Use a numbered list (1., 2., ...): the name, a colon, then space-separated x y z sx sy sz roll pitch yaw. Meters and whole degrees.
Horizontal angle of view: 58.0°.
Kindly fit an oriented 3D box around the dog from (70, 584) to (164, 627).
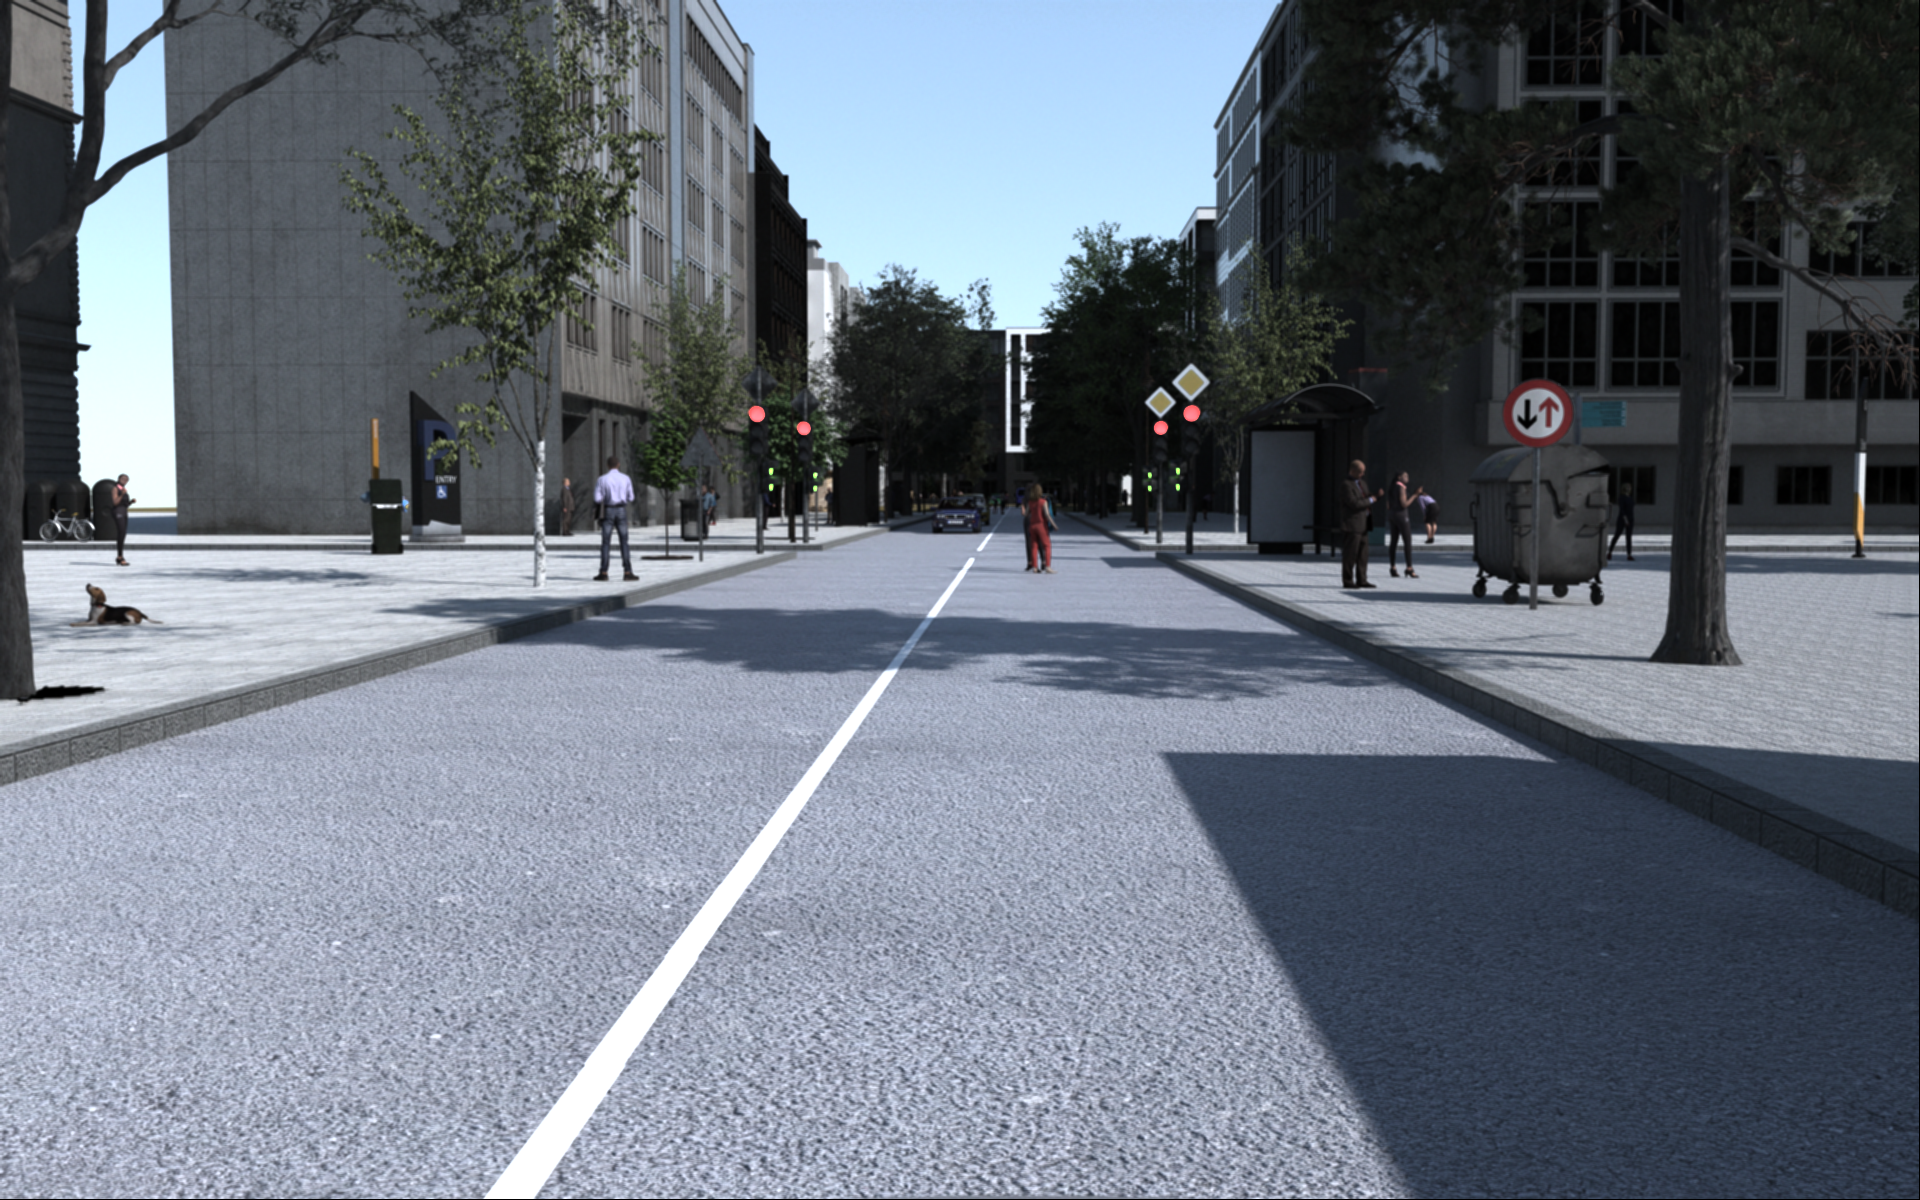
1. dog: -8.265 0.047 16.964 0.748 0.427 0.550 0 4 4

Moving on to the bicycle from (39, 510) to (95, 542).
1. bicycle: -23.812 -2.017 46.203 1.543 0.972 0.635 0 4 1

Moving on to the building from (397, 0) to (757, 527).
1. building: -17.385 -16.254 83.774 12.078 24.808 19.932 0 4 2

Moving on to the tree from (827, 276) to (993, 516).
1. tree: -3.018 -11.934 101.769 9.857 13.997 8.962 0 3 0

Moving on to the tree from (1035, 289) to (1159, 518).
1. tree: 7.898 -10.821 95.048 7.486 12.596 7.792 0 3 0

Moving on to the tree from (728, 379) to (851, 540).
1. tree: -4.915 -4.005 49.199 4.285 4.588 4.351 0 3 0

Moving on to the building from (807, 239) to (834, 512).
1. building: -17.230 -16.537 126.802 16.016 20.091 11.380 0 4 2

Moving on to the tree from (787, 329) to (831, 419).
1. tree: -7.942 -7.817 78.178 4.737 8.622 4.395 0 3 0

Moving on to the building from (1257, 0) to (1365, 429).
1. building: 21.923 -17.378 77.644 14.314 27.812 24.014 0 4 2

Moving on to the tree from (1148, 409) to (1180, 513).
1. tree: 13.605 -10.096 115.433 4.737 8.622 4.395 0 3 0

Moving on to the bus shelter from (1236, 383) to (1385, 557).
1. bus shelter: 6.825 -2.473 34.362 2.014 3.302 5.546 0 4 2

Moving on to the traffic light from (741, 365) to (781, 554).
1. traffic light: -4.284 -2.929 37.134 0.839 4.213 0.868 0 4 2

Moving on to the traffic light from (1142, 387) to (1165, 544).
1. traffic light: 5.149 -3.399 44.815 0.839 4.213 0.868 0 4 2

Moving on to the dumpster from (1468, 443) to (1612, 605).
1. dumpster: 6.922 -0.914 20.699 1.264 1.857 1.865 0 4 2

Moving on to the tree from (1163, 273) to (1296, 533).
1. tree: 8.897 -6.530 57.127 4.360 8.622 3.978 0 3 0

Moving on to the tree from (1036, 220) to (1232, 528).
1. tree: 6.833 -8.574 65.934 9.928 11.665 9.643 0 3 0

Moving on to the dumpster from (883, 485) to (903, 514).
1. dumpster: -4.273 -6.446 111.151 1.264 1.857 1.865 0 4 2

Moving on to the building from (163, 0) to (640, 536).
1. building: -17.974 -14.969 62.768 12.078 24.808 19.932 0 4 2

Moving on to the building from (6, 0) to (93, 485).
1. building: -42.279 -14.127 59.851 19.941 23.489 11.050 0 4 2

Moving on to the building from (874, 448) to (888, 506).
1. building: -21.816 -14.872 185.307 28.070 9.664 9.099 0 4 2

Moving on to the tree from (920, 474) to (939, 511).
1. tree: -2.183 -8.484 133.307 1.663 3.219 1.824 0 3 0

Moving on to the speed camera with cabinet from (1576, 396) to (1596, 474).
1. speed camera with cabinet: 11.838 -2.505 35.293 2.038 3.252 0.660 2 4 27

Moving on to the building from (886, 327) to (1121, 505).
1. building: 3.899 -23.375 226.159 32.646 21.610 27.936 0 4 2

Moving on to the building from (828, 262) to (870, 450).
1. building: -17.065 -17.234 148.240 16.747 18.905 31.486 0 4 2

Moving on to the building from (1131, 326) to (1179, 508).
1. building: 26.438 -18.664 171.619 16.747 18.905 31.486 0 4 2

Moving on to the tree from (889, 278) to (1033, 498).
1. tree: -0.232 -18.065 151.251 12.611 20.169 13.585 0 3 0

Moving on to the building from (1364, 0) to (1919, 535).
1. building: 30.190 -14.653 58.642 30.058 24.678 14.314 0 4 2

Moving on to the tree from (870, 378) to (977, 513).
1. tree: -2.696 -11.311 119.348 8.767 10.594 7.601 1 4 16

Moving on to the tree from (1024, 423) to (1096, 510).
1. tree: 9.644 -14.285 167.972 7.601 10.594 8.767 0 4 4

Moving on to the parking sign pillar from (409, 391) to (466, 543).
1. parking sign pillar: -13.878 -3.510 45.857 1.447 3.967 1.447 2 4 32

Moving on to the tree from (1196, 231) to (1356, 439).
1. tree: 8.718 -5.960 47.801 4.737 8.622 4.395 0 3 0

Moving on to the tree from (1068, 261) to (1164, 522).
1. tree: 8.251 -9.660 79.995 6.751 12.117 7.091 0 3 0

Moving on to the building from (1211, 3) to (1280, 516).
1. building: 22.420 -19.997 104.442 11.434 29.767 29.804 0 4 2

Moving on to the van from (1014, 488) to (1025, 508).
1. van: 6.821 -10.870 182.106 2.240 2.365 5.245 0 4 1

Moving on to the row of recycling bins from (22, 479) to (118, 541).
1. row of recycling bins: -24.710 -2.480 47.653 3.534 1.692 1.069 0 4 8

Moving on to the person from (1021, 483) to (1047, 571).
1. person: 1.377 -1.377 32.481 0.415 1.643 0.593 2 4 35

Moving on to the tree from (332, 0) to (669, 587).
1. tree: -6.027 -4.494 23.846 4.737 8.622 4.395 0 3 0

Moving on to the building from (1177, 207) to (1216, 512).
1. building: 31.324 -18.065 139.341 27.936 21.610 32.646 0 4 2

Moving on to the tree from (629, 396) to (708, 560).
1. tree: -5.663 -2.421 34.181 1.663 3.219 1.824 0 3 0

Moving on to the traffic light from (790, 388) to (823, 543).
1. traffic light: -4.008 -3.417 45.115 0.839 4.213 0.868 0 4 2

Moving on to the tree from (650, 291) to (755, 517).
1. tree: -9.553 -6.924 63.573 4.360 8.622 3.978 0 3 0

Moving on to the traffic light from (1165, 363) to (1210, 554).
1. traffic light: 4.872 -2.911 36.834 0.839 4.213 0.868 0 4 2

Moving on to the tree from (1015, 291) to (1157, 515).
1. tree: 8.149 -12.197 106.084 9.857 13.997 8.962 0 3 0

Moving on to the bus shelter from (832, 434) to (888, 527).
1. bus shelter: -4.023 -4.850 70.576 1.731 3.624 6.357 0 4 2

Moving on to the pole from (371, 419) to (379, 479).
1. pole: -15.820 -3.244 46.876 0.158 3.312 0.155 0 3 0

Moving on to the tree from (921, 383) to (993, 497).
1. tree: -0.401 -14.861 165.029 6.751 12.117 7.091 0 3 0

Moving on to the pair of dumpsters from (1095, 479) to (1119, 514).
1. pair of dumpsters: 9.712 -6.875 114.898 1.574 2.255 4.436 0 4 2

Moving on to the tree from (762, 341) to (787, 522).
1. tree: -8.171 -6.335 53.933 4.737 8.622 4.395 0 3 0

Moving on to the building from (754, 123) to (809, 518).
1. building: -16.041 -16.635 101.668 12.332 23.373 15.834 0 4 2

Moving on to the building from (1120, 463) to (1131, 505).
1. building: 33.894 -16.720 215.512 28.070 9.664 9.099 0 4 2

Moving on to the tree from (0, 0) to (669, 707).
1. tree: -5.957 -6.134 10.668 12.009 13.543 11.850 0 3 0

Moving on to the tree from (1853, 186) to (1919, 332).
1. tree: 19.156 -7.425 28.059 9.857 13.997 8.962 0 3 0

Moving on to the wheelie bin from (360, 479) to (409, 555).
1. wheelie bin: -12.263 -1.773 36.898 0.980 1.594 0.693 -1 4 -23

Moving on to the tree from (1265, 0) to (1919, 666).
1. tree: 5.574 -5.547 12.756 6.751 12.117 7.091 0 3 0
